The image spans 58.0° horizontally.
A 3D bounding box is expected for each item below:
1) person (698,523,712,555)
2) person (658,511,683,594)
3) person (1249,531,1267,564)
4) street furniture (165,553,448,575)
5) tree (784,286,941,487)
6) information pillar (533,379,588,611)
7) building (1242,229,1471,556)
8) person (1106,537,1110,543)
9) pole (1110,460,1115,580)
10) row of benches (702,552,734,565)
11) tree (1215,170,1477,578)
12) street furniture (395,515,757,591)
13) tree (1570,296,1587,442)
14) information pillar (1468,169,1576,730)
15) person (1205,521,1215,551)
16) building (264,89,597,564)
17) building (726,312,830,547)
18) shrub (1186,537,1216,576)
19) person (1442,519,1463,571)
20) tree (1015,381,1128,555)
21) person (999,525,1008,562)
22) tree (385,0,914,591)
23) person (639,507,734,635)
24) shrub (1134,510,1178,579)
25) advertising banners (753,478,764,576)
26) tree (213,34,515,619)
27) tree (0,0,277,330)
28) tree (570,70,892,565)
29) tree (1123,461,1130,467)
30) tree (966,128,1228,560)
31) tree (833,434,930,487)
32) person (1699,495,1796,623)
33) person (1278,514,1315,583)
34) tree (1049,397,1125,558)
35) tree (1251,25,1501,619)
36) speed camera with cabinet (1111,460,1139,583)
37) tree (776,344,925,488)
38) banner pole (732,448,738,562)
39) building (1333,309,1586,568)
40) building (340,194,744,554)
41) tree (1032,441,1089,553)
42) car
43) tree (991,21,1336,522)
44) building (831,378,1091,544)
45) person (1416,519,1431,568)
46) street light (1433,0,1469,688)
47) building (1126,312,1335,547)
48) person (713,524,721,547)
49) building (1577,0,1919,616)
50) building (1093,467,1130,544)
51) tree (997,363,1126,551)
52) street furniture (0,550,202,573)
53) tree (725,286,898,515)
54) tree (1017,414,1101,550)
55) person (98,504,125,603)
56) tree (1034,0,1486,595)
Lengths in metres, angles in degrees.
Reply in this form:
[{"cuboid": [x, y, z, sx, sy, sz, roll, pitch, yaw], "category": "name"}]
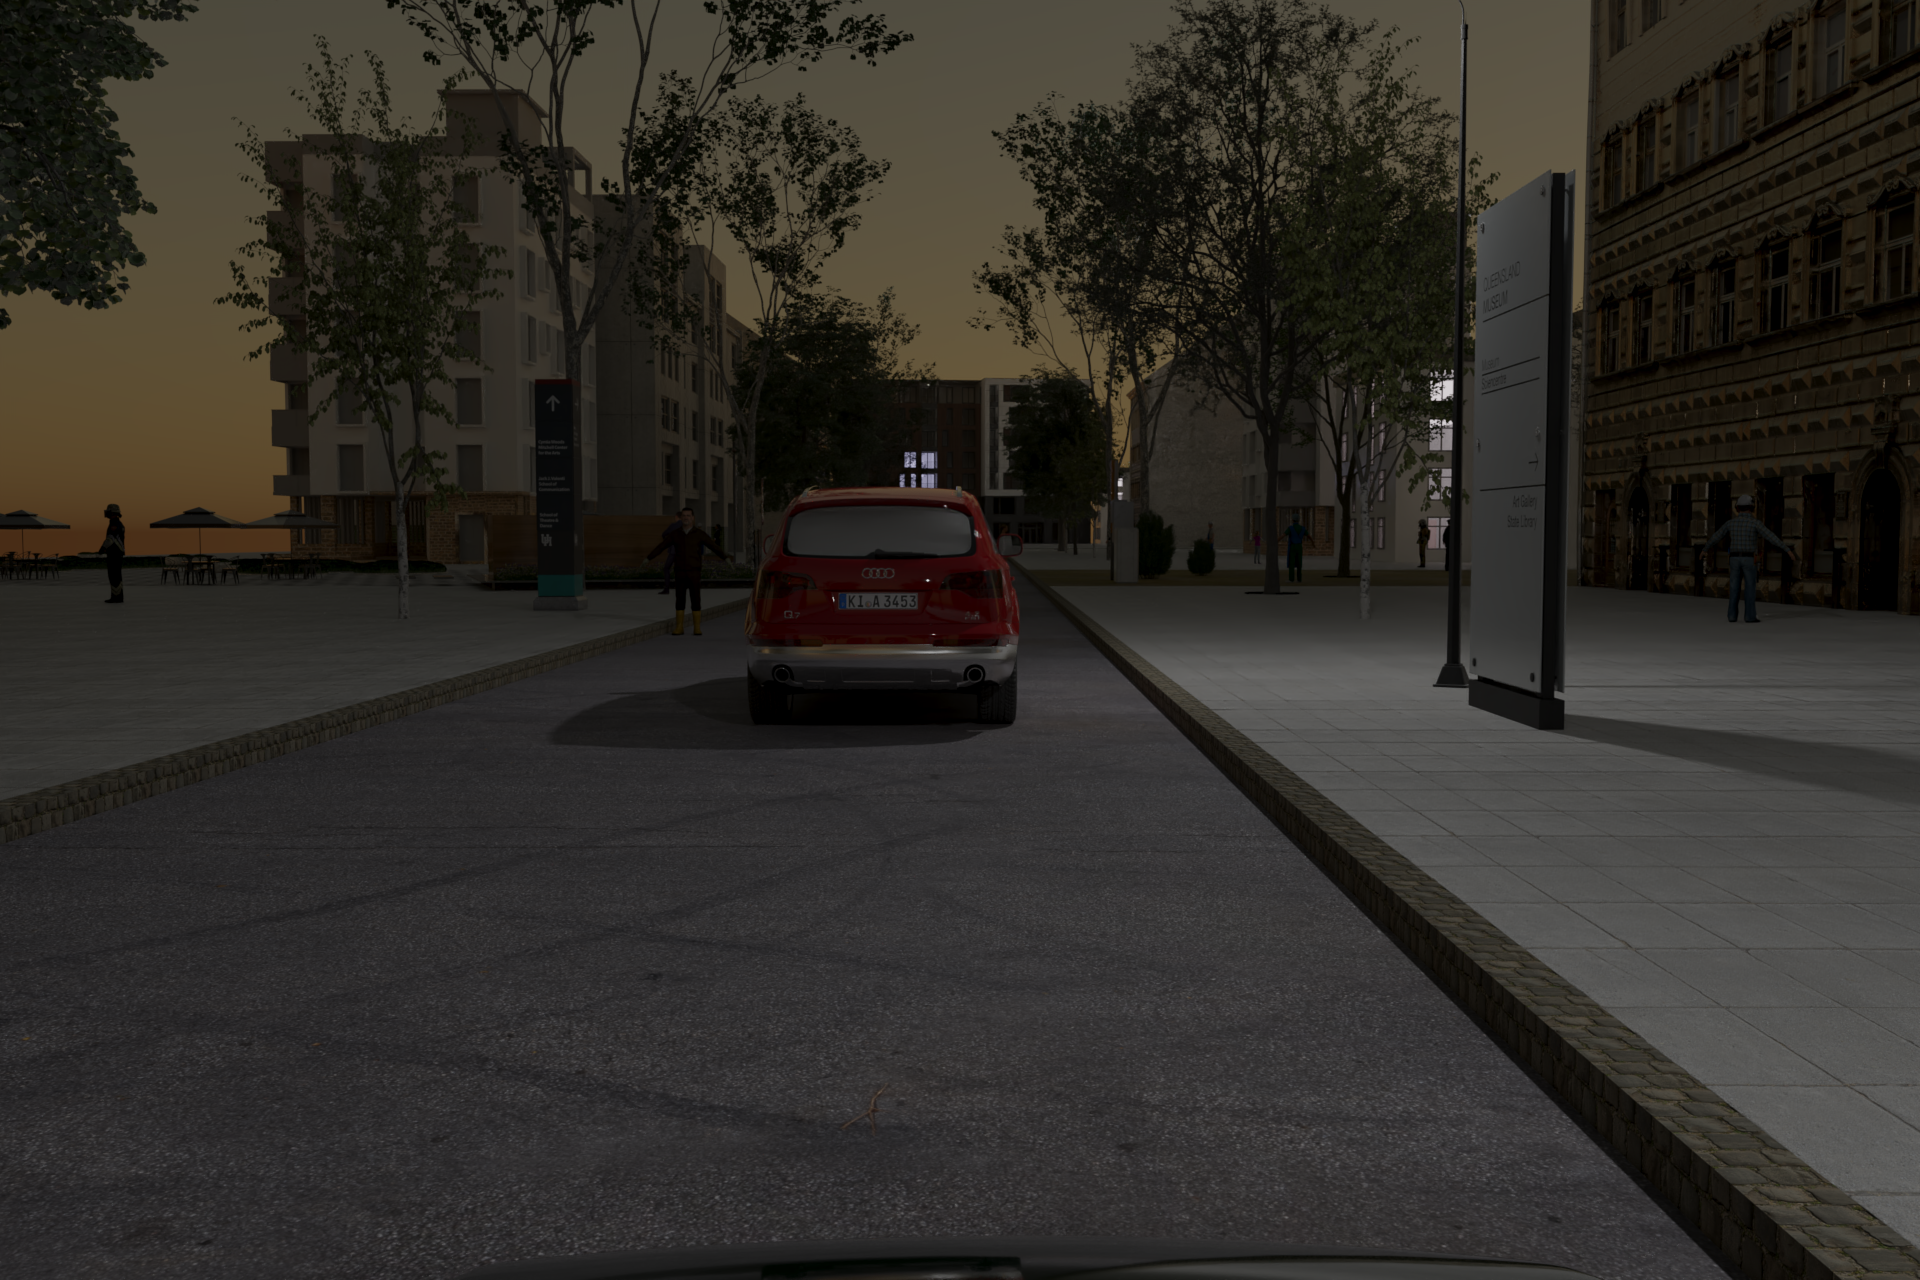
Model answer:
[{"cuboid": [-11.571, -4.315, 77.011, 1.216, 1.772, 0.721, -1, 4, -10], "category": "person"}, {"cuboid": [-6.104, -1.861, 36.920, 0.683, 1.767, 0.568, -2, 4, -35], "category": "person"}, {"cuboid": [12.824, -3.989, 74.486, 0.599, 1.433, 0.991, -3, 5, -44], "category": "person"}, {"cuboid": [-21.978, -2.562, 57.507, 10.072, 0.657, 5.734, 3, 4, 39], "category": "street furniture"}, {"cuboid": [-7.570, -16.984, 133.579, 12.611, 20.169, 13.585, 0, 3, 0], "category": "tree"}, {"cuboid": [-6.767, -2.439, 29.255, 0.750, 3.857, 0.750, 0, 4, 0], "category": "information pillar"}, {"cuboid": [23.930, -15.758, 114.059, 16.016, 20.090, 11.380, 0, 4, 1], "category": "building"}, {"cuboid": [6.545, -3.996, 71.515, 1.347, 1.806, 0.705, -3, 5, -43], "category": "person"}, {"cuboid": [4.242, -3.303, 47.855, 0.158, 3.312, 0.155, 0, 3, 0], "category": "pole"}, {"cuboid": [-9.633, -2.677, 59.227, 4.104, 0.672, 1.422, -1, 4, -19], "category": "row of benches"}, {"cuboid": [11.303, -7.639, 50.658, 9.928, 11.665, 9.643, 0, 3, 0], "category": "tree"}, {"cuboid": [-7.922, -2.158, 42.143, 11.010, 1.723, 9.812, -1, 4, -18], "category": "street furniture"}, {"cuboid": [24.254, -8.987, 57.314, 12.009, 13.543, 11.850, 0, 3, 0], "category": "tree"}, {"cuboid": [3.884, -1.268, 12.052, 0.184, 3.620, 1.656, 0, 4, 1], "category": "information pillar"}, {"cuboid": [10.993, -4.299, 76.144, 0.705, 1.847, 1.347, 0, 4, -6], "category": "person"}, {"cuboid": [-23.543, -13.381, 75.193, 16.016, 20.090, 11.380, 0, 4, 0], "category": "building"}, {"cuboid": [-23.262, -21.046, 175.024, 19.493, 23.208, 18.063, 0, 4, 1], "category": "building"}, {"cuboid": [7.400, -2.570, 53.144, 1.383, 1.207, 1.383, 0, 3, 0], "category": "shrub"}, {"cuboid": [16.975, -3.302, 59.920, 0.705, 1.837, 1.347, -1, 4, -10], "category": "person"}, {"cuboid": [6.812, -10.518, 106.374, 7.601, 10.594, 8.767, -2, 4, -26], "category": "tree"}, {"cuboid": [1.482, -2.774, 54.618, 0.721, 1.733, 1.217, 0, 4, -5], "category": "person"}, {"cuboid": [-7.217, -11.127, 37.824, 12.611, 20.169, 13.585, 0, 3, 0], "category": "tree"}, {"cuboid": [-3.859, -0.974, 24.524, 1.346, 1.812, 0.704, 0, 4, 0], "category": "person"}, {"cuboid": [5.386, -2.752, 49.416, 1.690, 2.028, 1.600, 0, 3, 0], "category": "shrub"}, {"cuboid": [-6.221, -3.513, 53.627, 0.090, 3.025, 2.074, 0, 4, 2], "category": "advertising banners"}, {"cuboid": [-8.503, -4.608, 25.711, 4.737, 8.622, 4.395, 0, 3, 0], "category": "tree"}, {"cuboid": [-8.779, -6.414, 11.519, 9.857, 13.997, 8.962, 0, 3, 0], "category": "tree"}, {"cuboid": [-9.540, -13.195, 71.623, 12.611, 20.169, 13.585, 0, 3, 0], "category": "tree"}, {"cuboid": [24.908, -19.055, 237.309, 9.928, 11.665, 9.643, 0, 3, 0], "category": "tree"}, {"cuboid": [6.473, -13.906, 83.252, 12.611, 20.169, 13.585, 0, 3, 0], "category": "tree"}, {"cuboid": [-7.044, -13.080, 148.277, 8.767, 10.594, 7.601, -1, 4, -20], "category": "tree"}, {"cuboid": [11.379, -1.179, 25.119, 1.345, 1.849, 0.704, 3, 5, 44], "category": "person"}, {"cuboid": [8.806, -2.413, 45.580, 1.347, 1.817, 0.704, -1, 4, -21], "category": "person"}, {"cuboid": [7.163, -8.758, 93.559, 4.737, 8.622, 4.395, 0, 3, 0], "category": "tree"}, {"cuboid": [6.205, -4.603, 25.615, 4.737, 8.622, 4.395, 0, 3, 0], "category": "tree"}, {"cuboid": [4.375, -3.154, 45.901, 0.660, 3.252, 2.038, 0, 4, 1], "category": "speed camera with cabinet"}, {"cuboid": [-7.328, -12.191, 109.696, 12.009, 13.543, 11.850, 0, 3, 0], "category": "tree"}, {"cuboid": [-6.592, -3.724, 50.899, 0.401, 3.779, 0.863, 0, 4, 1], "category": "banner pole"}, {"cuboid": [24.173, -8.329, 78.330, 9.099, 9.664, 28.070, 0, 4, 1], "category": "building"}, {"cuboid": [-23.959, -14.670, 106.319, 16.747, 18.905, 31.486, 0, 4, 1], "category": "building"}, {"cuboid": [7.359, -10.152, 116.342, 4.360, 8.622, 3.978, 0, 3, 0], "category": "tree"}, {"cuboid": [-0.585, -0.363, 14.606, 2.281, 1.827, 5.304, 0, 4, 0], "category": "car"}, {"cuboid": [7.781, -12.756, 64.447, 12.611, 20.169, 13.585, 0, 3, 0], "category": "tree"}, {"cuboid": [-0.711, -23.972, 238.379, 32.646, 21.610, 27.936, 0, 4, -7], "category": "building"}, {"cuboid": [17.733, -3.715, 66.505, 0.705, 1.858, 1.354, 0, 4, 8], "category": "person"}, {"cuboid": [4.692, -2.559, 14.381, 1.470, 5.913, 1.316, 0, 4, 1], "category": "street light"}, {"cuboid": [27.721, -21.303, 179.237, 19.493, 23.208, 18.063, 0, 4, 0], "category": "building"}, {"cuboid": [-11.188, -4.446, 79.408, 0.721, 1.740, 1.216, 0, 4, -2], "category": "person"}, {"cuboid": [24.265, -12.337, 32.644, 19.493, 23.208, 18.063, 0, 4, 1], "category": "building"}, {"cuboid": [22.139, -16.866, 217.912, 9.099, 9.664, 28.070, 0, 4, 0], "category": "building"}, {"cuboid": [7.629, -13.535, 127.960, 9.857, 13.997, 8.962, 0, 3, 0], "category": "tree"}, {"cuboid": [-31.957, -2.878, 62.676, 5.734, 0.657, 10.072, 1, 4, 13], "category": "street furniture"}, {"cuboid": [-8.072, -11.228, 90.228, 9.857, 13.997, 8.962, 0, 3, 0], "category": "tree"}, {"cuboid": [8.392, -13.253, 142.435, 9.928, 11.665, 9.643, 0, 3, 0], "category": "tree"}, {"cuboid": [-15.781, -1.615, 32.266, 0.704, 1.845, 1.351, -1, 4, -15], "category": "person"}, {"cuboid": [6.603, -7.728, 36.726, 12.009, 13.543, 11.850, 0, 3, 0], "category": "tree"}]
